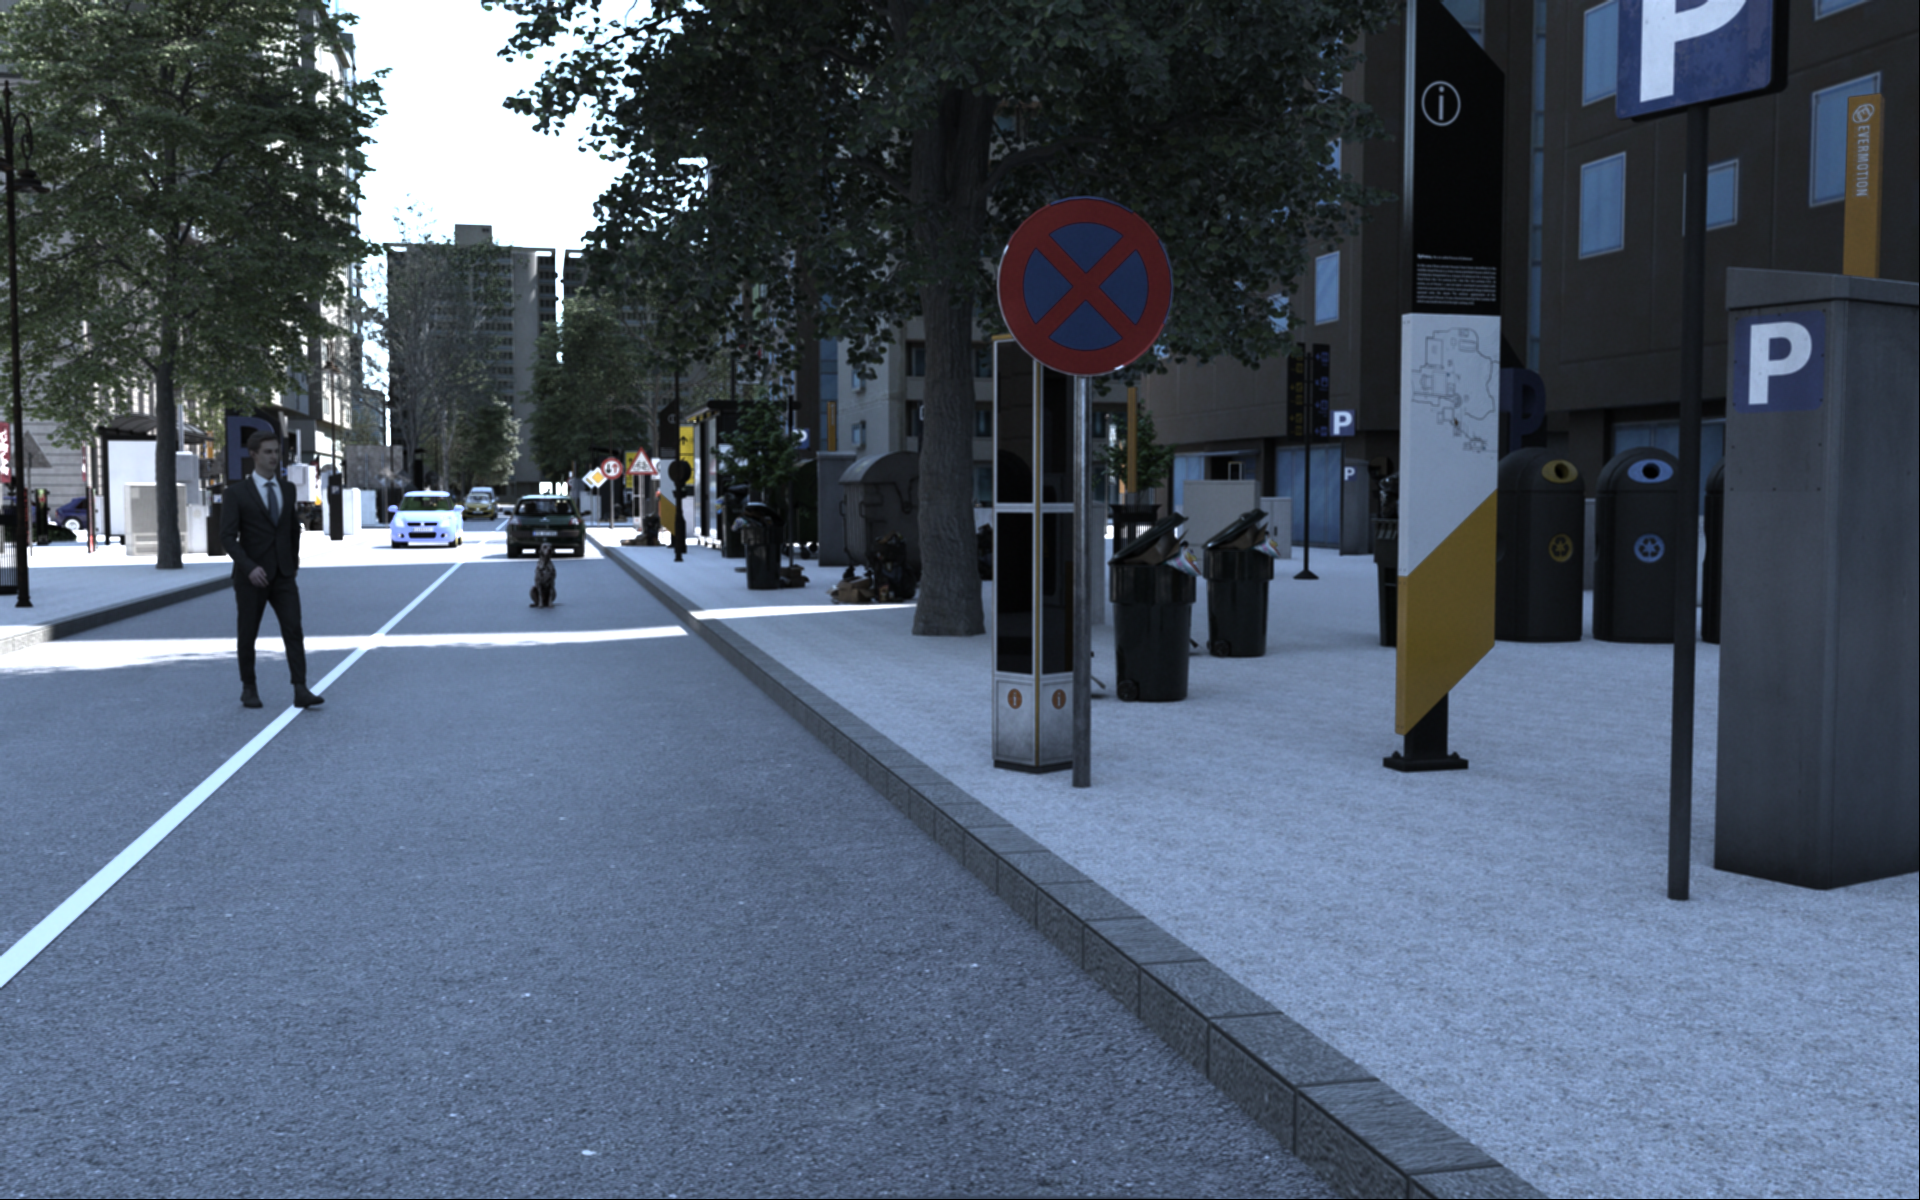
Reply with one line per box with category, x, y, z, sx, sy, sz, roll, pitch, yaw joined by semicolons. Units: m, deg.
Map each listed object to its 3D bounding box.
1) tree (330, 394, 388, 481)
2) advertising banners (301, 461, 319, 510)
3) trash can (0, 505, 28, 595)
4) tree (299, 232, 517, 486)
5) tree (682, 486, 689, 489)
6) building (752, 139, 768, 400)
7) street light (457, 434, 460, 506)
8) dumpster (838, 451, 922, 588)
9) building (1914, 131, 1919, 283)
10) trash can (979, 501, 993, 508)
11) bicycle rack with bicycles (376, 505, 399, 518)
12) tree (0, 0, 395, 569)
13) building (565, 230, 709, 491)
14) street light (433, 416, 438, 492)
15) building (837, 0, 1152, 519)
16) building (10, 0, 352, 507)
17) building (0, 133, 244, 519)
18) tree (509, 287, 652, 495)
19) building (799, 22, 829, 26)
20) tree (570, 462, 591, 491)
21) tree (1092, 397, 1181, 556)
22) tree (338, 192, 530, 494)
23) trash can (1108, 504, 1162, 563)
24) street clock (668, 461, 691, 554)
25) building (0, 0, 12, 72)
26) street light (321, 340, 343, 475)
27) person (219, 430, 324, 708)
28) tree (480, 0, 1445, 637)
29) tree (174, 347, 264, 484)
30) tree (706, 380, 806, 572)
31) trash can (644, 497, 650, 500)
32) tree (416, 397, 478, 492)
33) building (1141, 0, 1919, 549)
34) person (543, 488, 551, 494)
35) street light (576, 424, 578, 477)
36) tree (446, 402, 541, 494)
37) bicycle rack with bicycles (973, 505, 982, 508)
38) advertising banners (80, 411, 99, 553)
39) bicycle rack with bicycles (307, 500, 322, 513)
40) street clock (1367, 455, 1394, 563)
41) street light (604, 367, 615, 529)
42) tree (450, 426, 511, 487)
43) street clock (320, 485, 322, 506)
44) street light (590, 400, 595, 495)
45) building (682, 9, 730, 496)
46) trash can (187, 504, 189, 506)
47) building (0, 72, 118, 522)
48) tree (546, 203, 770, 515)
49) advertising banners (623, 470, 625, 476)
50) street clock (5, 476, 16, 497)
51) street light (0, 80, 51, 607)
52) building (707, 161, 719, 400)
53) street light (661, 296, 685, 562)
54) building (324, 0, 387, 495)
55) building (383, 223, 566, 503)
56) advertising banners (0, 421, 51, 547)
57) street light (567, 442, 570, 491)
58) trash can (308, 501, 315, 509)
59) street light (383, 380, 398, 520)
tree;-42.523;-10.534;122.587;4.360;8.622;3.978;0;3;0
advertising banners;-34.525;-5.794;90.914;0.090;3.025;2.074;3;4;38
trash can;-12.311;-0.640;22.123;0.748;1.137;0.748;0;3;0
tree;-25.727;-10.439;81.052;12.009;13.543;11.850;0;3;0
tree;-18.569;-7.764;110.661;4.285;4.588;4.351;0;3;0
building;-9.872;-27.857;139.048;14.154;41.232;14.086;-1;4;-14
street light;-38.001;-9.690;131.226;0.468;5.910;1.993;-1;4;-14
dumpster;-0.934;-1.129;24.214;1.264;1.857;1.865;-1;4;-14
building;18.420;-22.843;23.590;14.600;45.320;14.200;-1;4;-14
trash can;0.769;-1.527;36.618;0.748;1.137;0.748;0;3;0
bicycle rack with bicycles;-27.932;-4.420;85.649;2.925;0.926;2.852;-3;5;-40
tree;-13.186;-6.806;29.412;7.486;12.596;7.792;0;3;0
building;-47.050;-34.632;258.112;23.993;40.220;32.217;-1;4;-14
street light;-30.495;-7.836;100.898;0.468;5.910;1.993;-1;4;-14
building;4.128;-29.004;97.923;21.600;48.544;21.300;-1;4;-14
building;-79.272;-36.230;181.599;27.495;52.752;28.713;-1;4;-14
building;-54.582;-16.537;112.174;13.314;21.916;24.055;-1;4;-14
tree;-20.298;-10.775;94.305;7.486;12.596;7.792;0;3;0
building;-13.841;-31.097;158.544;14.600;45.320;14.200;-1;4;-14
tree;-22.317;-6.596;102.442;1.663;3.219;1.824;0;3;0
tree;3.669;-2.444;34.562;1.663;3.219;1.824;0;3;0
tree;-34.632;-15.641;111.623;12.611;20.169;13.585;0;3;0
trash can;2.419;-0.752;23.950;0.748;1.137;0.748;0;3;0
street clock;-6.038;-2.006;37.371;0.471;2.002;0.358;2;4;33
building;-71.673;-34.183;148.132;28.713;52.752;27.495;-1;4;-14
street light;-18.038;-4.714;49.870;0.468;5.910;1.993;-1;4;-14
person;-4.579;-0.201;11.562;0.755;1.850;0.659;3;5;40
tree;0.009;-6.659;15.529;9.857;13.997;8.962;0;3;0
tree;-37.187;-8.348;86.846;4.737;8.622;4.395;0;3;0
tree;-3.365;-2.083;28.654;1.663;3.219;1.824;0;3;0
trash can;-13.825;-3.974;76.630;0.748;1.137;0.748;0;3;0
tree;-37.425;-10.716;125.575;4.360;8.622;3.978;0;3;0
building;13.778;-24.169;45.268;14.600;45.320;14.200;-1;4;-14
person;-24.186;-5.671;101.406;0.592;1.802;0.473;1;4;9
street light;-25.123;-8.611;113.585;0.468;5.910;1.993;-1;4;-14
tree;-50.427;-15.450;178.361;9.928;11.665;9.643;0;3;0
bicycle rack with bicycles;2.232;-4.403;85.378;2.852;0.926;2.925;-1;4;-14
advertising banners;-18.884;-2.529;37.541;0.090;3.025;2.074;-1;4;-20
bicycle rack with bicycles;-49.326;-7.308;132.867;2.852;0.926;2.925;0;4;-6
street clock;7.829;-1.695;32.282;0.471;2.002;0.358;1;4;11
street light;-12.748;-5.528;63.171;0.468;5.910;1.993;-1;4;-14
tree;-55.576;-16.205;199.367;8.767;10.594;7.601;1;4;12
street clock;-51.131;-8.187;138.420;0.358;2.002;0.471;1;4;13
street light;-17.583;-6.722;82.692;0.468;5.910;1.993;-1;4;-14
building;-19.455;-53.889;193.762;22.319;86.520;31.000;-1;4;-14
trash can;-40.443;-4.797;90.081;0.748;1.137;0.748;0;3;0
building;-48.544;-15.115;88.929;13.314;21.916;24.055;-1;4;-14
tree;-9.536;-7.380;55.084;7.601;10.594;8.767;-1;4;-15
advertising banners;-24.581;-7.883;125.075;0.090;3.025;2.074;-3;4;-36
street clock;-37.874;-3.953;69.203;0.358;2.002;0.471;1;4;22
street light;-10.643;-2.858;19.515;0.468;5.910;1.993;-1;4;-14
building;-17.489;-31.937;172.279;14.600;45.320;14.200;-1;4;-14
street light;-5.359;-3.671;32.814;0.468;5.910;1.993;-1;4;-14
building;-96.036;-56.593;237.972;31.000;86.520;22.319;-1;4;-14
building;-70.445;-34.245;251.779;23.993;40.220;32.217;-1;4;-14
advertising banners;-22.986;-2.834;42.516;0.090;3.025;2.074;0;4;3
street light;-32.492;-10.468;143.946;0.468;5.910;1.993;-1;4;-14
trash can;-42.330;-6.217;113.309;0.748;1.137;0.748;0;3;0
street light;-22.983;-5.948;70.039;0.468;5.910;1.993;-1;4;-14
